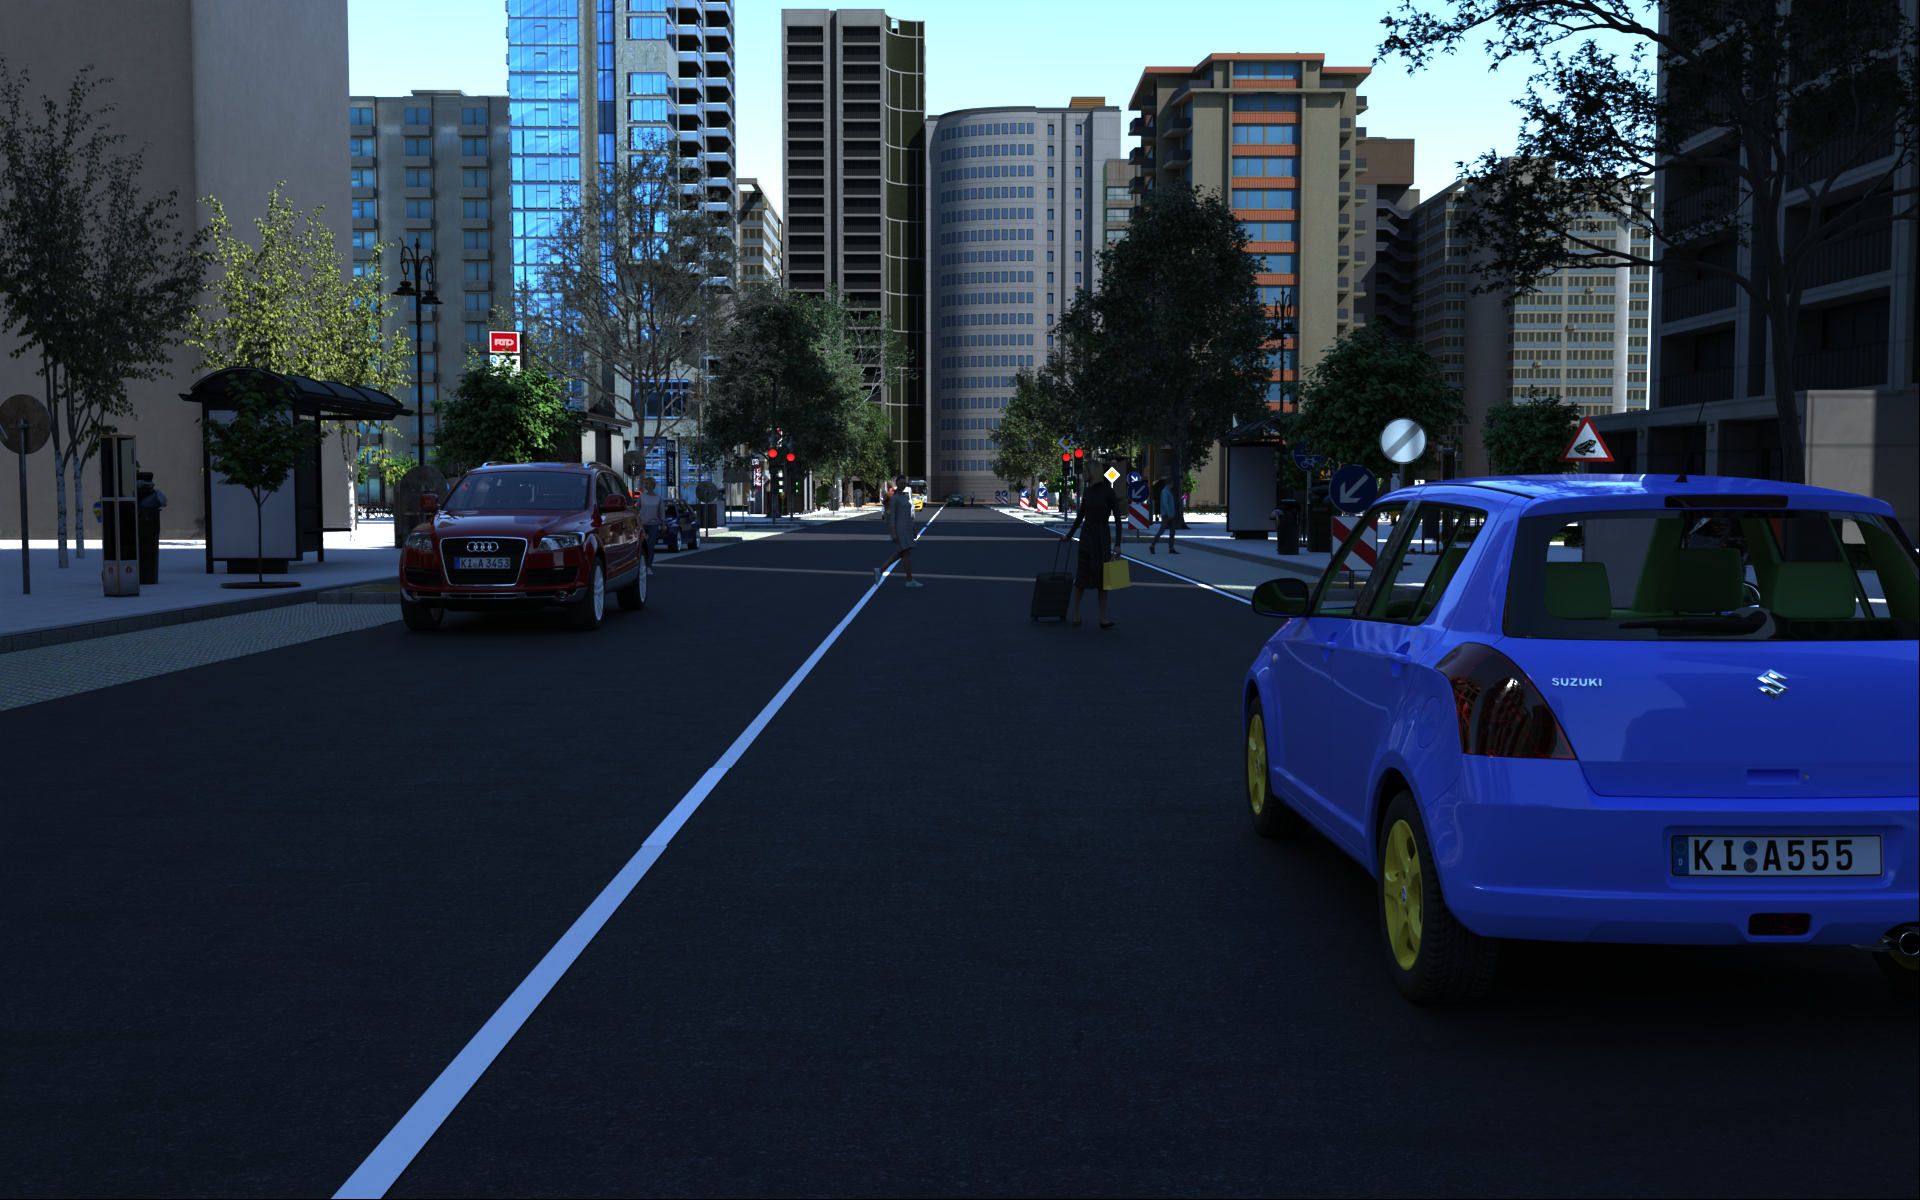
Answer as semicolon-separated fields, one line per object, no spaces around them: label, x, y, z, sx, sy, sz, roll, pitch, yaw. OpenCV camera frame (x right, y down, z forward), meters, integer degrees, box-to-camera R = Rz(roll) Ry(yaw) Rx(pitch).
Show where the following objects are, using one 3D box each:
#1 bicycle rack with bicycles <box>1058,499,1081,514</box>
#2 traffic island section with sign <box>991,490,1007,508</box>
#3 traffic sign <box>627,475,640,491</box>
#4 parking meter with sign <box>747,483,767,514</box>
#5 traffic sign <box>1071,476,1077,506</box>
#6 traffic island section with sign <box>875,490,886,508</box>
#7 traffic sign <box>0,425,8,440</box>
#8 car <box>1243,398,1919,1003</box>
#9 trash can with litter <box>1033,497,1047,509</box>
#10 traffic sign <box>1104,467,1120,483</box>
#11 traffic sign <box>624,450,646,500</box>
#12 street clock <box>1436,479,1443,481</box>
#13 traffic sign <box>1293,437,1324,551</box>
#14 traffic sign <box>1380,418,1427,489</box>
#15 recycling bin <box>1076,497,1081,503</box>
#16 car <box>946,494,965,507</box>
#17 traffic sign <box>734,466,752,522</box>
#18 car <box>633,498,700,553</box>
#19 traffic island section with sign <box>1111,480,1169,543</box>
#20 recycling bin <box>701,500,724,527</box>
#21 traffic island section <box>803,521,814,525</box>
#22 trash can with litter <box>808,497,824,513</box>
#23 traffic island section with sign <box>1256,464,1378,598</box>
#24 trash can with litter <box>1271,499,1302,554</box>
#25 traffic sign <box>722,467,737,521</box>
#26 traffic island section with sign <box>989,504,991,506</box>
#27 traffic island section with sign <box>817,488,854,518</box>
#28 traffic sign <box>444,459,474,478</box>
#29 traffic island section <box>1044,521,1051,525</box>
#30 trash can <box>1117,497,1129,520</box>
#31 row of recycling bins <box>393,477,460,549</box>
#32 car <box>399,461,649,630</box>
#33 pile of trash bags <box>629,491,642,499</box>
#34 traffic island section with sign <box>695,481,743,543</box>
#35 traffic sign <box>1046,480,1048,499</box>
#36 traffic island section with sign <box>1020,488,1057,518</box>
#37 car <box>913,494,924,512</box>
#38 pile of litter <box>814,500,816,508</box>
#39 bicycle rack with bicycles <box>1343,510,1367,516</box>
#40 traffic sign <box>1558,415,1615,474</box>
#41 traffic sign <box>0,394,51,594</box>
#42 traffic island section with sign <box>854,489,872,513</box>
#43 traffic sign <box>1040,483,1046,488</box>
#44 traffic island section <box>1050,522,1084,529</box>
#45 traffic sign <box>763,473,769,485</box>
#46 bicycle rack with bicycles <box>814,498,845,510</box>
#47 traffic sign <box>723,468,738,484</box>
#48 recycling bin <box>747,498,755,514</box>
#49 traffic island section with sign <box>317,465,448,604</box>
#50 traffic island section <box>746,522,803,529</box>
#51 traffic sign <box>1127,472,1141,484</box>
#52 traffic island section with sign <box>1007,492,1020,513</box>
bicycle rack with bicycles;8.957;-6.944;126.917;2.925;0.926;2.852;2;4;25
traffic island section with sign;4.602;-10.677;183.203;1.989;1.847;2.006;0;4;0
traffic sign;-12.396;-4.048;66.291;0.768;2.556;0.104;0;4;1
parking meter with sign;-12.730;-6.993;110.604;1.738;3.016;0.543;1;4;14
traffic sign;7.910;-7.500;122.735;0.768;2.556;0.104;0;4;2
traffic island section with sign;-7.930;-10.640;182.592;1.989;1.847;2.006;0;4;0
traffic sign;-9.817;-1.045;17.092;0.884;2.594;0.081;0;4;6
car;2.073;0.209;6.178;1.945;1.707;3.694;0;4;0
trash can with litter;7.184;-8.714;153.858;1.055;1.170;0.624;-2;4;-33
traffic sign;7.331;-5.113;83.327;0.795;2.593;0.064;0;4;2
traffic sign;-9.528;-3.082;50.493;0.768;2.556;0.104;0;4;6
street clock;22.968;-4.796;82.977;0.358;2.002;0.471;2;4;35
traffic sign;7.870;-2.381;39.040;0.768;2.556;0.104;0;4;0
traffic sign;7.396;-1.767;28.992;0.768;2.556;0.104;0;4;6
recycling bin;9.390;-7.404;133.605;0.722;1.027;0.722;-2;4;-28
car;-0.486;-11.082;192.990;2.131;1.459;4.920;0;4;-2
traffic sign;-10.051;-4.903;80.175;0.884;2.594;0.081;0;4;5
car;-7.615;-1.873;43.211;1.945;1.354;3.894;0;4;2
traffic island section with sign;5.084;-2.601;51.156;1.989;1.847;2.006;0;4;0
recycling bin;-9.780;-3.420;68.477;0.722;1.027;0.722;-2;4;-33
traffic island section;-7.875;-3.581;80.833;2.009;0.180;2.903;0;4;0
trash can with litter;-10.683;-6.483;117.056;2.233;1.210;1.678;1;4;14
traffic island section with sign;5.167;-0.940;23.995;1.989;1.847;2.006;0;4;0
trash can with litter;6.955;-1.559;36.876;0.624;1.170;1.055;1;4;12
traffic sign;-10.920;-5.050;82.569;0.884;2.594;0.081;0;4;1
traffic island section with sign;4.491;-12.373;210.919;1.989;1.847;2.006;0;4;0
traffic island section with sign;-7.639;-5.921;105.437;1.989;1.847;2.006;0;4;0
traffic sign;-12.907;-2.735;44.725;0.884;2.594;0.081;0;4;6
traffic island section;4.966;-3.584;80.874;2.009;0.180;2.903;0;4;0
trash can;8.157;-4.625;87.277;0.748;1.137;0.748;0;3;0
row of recycling bins;-12.588;-2.154;42.327;1.069;1.692;3.534;1;4;19
car;-4.876;-0.689;19.944;2.281;1.827;5.304;0;4;-2
pile of trash bags;-12.024;-3.206;62.172;1.912;1.369;3.447;3;5;44
traffic island section with sign;-7.445;-2.584;50.880;1.989;1.847;2.006;0;4;0
traffic sign;7.932;-9.561;156.433;0.768;2.556;0.104;0;4;3
traffic island section with sign;4.868;-5.923;105.473;1.989;1.847;2.006;0;4;0
car;-3.955;-8.121;143.001;2.015;1.641;3.980;0;4;-1
pile of litter;-13.102;-8.398;151.269;1.176;0.858;1.719;-2;4;-24
bicycle rack with bicycles;19.899;-4.234;82.609;2.852;0.926;2.925;-1;4;-10
traffic sign;10.315;-1.747;28.575;0.884;2.594;0.081;1;4;9
traffic sign;-11.968;-1.347;22.133;0.768;2.556;0.104;0;4;8
traffic island section with sign;-7.737;-7.570;132.392;1.989;1.847;2.006;0;4;0
traffic sign;7.332;-9.225;152.954;0.606;2.300;0.079;0;4;2
traffic island section;4.995;-3.095;72.889;2.009;0.180;2.903;0;4;0
traffic sign;-11.856;-6.373;103.937;0.795;2.593;0.064;0;4;2
bicycle rack with bicycles;-10.823;-7.965;143.617;2.852;0.926;2.925;-3;4;-36
traffic sign;-11.098;-5.115;83.730;0.768;2.556;0.104;0;4;8
recycling bin;-13.508;-6.175;113.510;0.722;1.027;0.722;0;4;4
traffic island section with sign;-7.343;-0.900;23.347;1.989;1.847;2.006;0;4;0
traffic island section;-7.846;-3.093;72.848;2.009;0.180;2.903;0;4;0
traffic sign;9.915;-6.039;98.841;0.768;2.556;0.104;1;4;9
traffic island section with sign;4.785;-7.582;132.596;1.989;1.847;2.006;0;4;0
